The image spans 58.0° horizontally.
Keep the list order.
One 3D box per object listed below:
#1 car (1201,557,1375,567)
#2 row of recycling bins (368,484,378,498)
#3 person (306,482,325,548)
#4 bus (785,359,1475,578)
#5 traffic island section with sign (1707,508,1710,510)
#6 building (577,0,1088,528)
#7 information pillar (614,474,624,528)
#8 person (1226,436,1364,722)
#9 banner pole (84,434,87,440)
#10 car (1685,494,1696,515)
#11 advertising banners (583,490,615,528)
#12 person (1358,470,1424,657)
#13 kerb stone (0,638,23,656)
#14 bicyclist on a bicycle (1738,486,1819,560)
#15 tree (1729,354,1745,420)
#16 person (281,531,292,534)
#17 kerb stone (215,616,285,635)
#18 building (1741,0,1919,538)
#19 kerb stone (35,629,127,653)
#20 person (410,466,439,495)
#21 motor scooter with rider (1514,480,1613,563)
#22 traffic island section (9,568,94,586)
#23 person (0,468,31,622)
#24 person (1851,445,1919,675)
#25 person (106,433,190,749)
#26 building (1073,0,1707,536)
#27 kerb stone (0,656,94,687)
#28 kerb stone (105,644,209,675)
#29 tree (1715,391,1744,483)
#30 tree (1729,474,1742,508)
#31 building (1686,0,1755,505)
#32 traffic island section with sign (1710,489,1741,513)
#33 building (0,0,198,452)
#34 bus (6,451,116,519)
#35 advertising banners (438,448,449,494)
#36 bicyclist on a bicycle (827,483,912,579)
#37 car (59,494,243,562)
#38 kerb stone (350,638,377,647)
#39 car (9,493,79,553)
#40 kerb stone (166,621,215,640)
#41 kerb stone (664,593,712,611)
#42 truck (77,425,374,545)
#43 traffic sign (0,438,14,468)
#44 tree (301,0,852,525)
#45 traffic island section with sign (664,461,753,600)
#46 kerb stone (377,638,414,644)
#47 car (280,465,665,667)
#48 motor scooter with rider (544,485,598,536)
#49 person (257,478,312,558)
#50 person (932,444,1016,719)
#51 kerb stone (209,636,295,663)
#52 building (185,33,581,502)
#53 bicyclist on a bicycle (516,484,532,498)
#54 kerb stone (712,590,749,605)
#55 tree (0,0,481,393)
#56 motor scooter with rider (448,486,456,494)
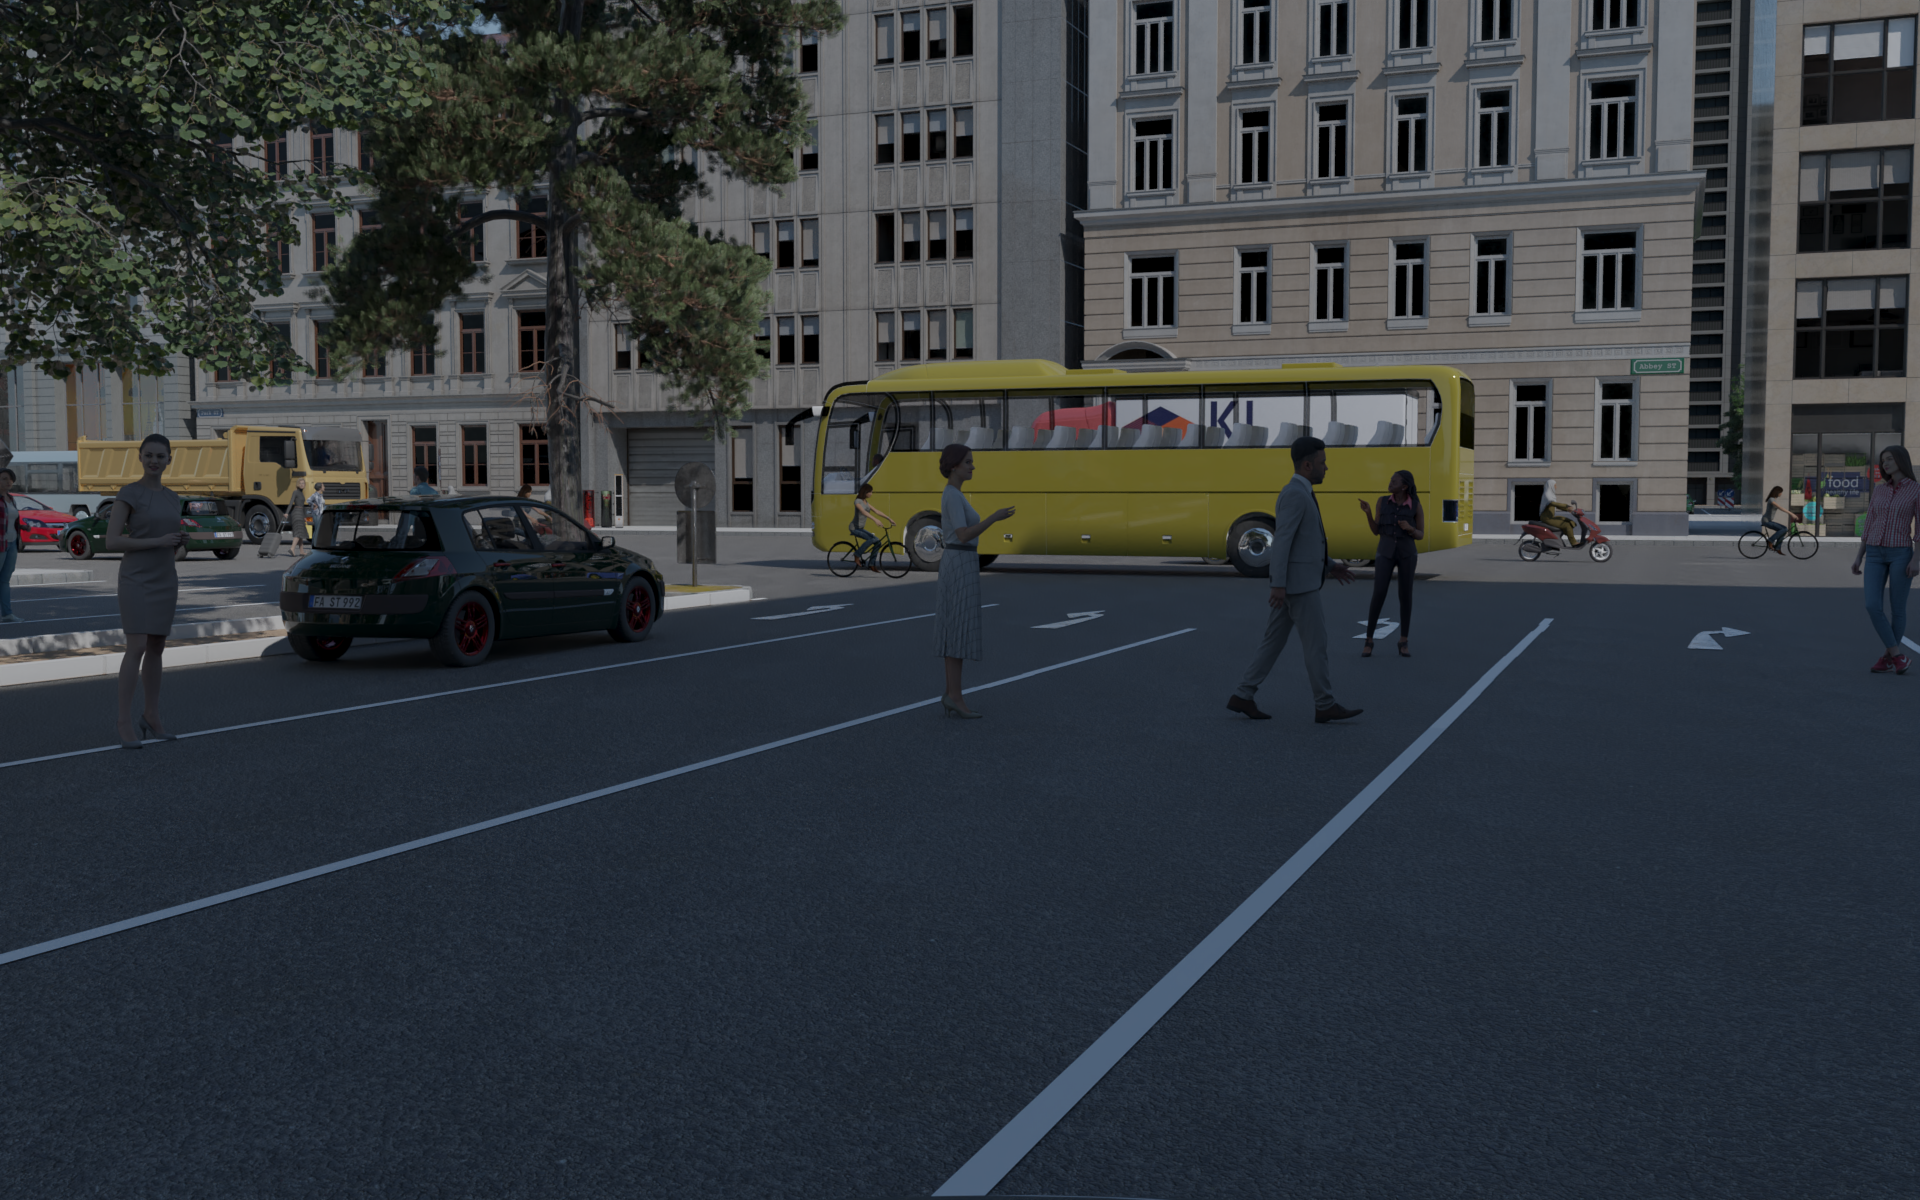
[{"bbox_3d":[6.818,-1.392,35.128,4.827,1.381,2.083,1,4,22],"label":"car"},{"bbox_3d":[-25.180,-3.823,69.615,3.534,1.692,1.069,0,4,-3],"label":"row of recycling bins"},{"bbox_3d":[-16.547,-2.164,44.608,0.376,1.734,0.841,0,4,1],"label":"person"},{"bbox_3d":[2.902,-2.447,31.554,12.252,3.916,2.896,1,4,22],"label":"bus"},{"bbox_3d":[68.066,-8.963,155.170,1.989,1.847,2.006,1,4,22],"label":"traffic island section with sign"},{"bbox_3d":[-3.403,-15.360,69.154,19.932,24.808,12.078,1,4,22],"label":"building"},{"bbox_3d":[-12.784,-3.698,64.953,0.304,2.012,0.304,0,4,-8],"label":"information pillar"},{"bbox_3d":[2.114,-0.131,10.917,0.850,1.792,0.678,1,4,9],"label":"person"},{"bbox_3d":[-36.464,-5.062,72.788,0.863,3.779,0.401,0,4,5],"label":"banner pole"},{"bbox_3d":[48.353,-6.401,116.455,2.131,1.459,4.920,1,4,21],"label":"car"},{"bbox_3d":[-14.077,-4.254,65.744,2.074,3.025,0.090,-3,5,-40],"label":"advertising banners"},{"bbox_3d":[3.793,-0.321,15.217,0.593,1.643,0.415,-2,4,-25],"label":"person"},{"bbox_3d":[-8.544,0.442,15.056,0.120,0.150,1.000,1,4,22],"label":"kerb stone"},{"bbox_3d":[17.947,-1.709,37.962,1.625,1.676,1.499,2,4,24],"label":"bicyclist on a bicycle"},{"bbox_3d":[51.073,-11.045,106.348,9.928,11.665,9.643,0,3,0],"label":"tree"},{"bbox_3d":[-24.521,-3.247,62.587,0.522,1.701,0.512,2,4,34],"label":"person"},{"bbox_3d":[-7.364,0.272,17.904,0.120,0.150,1.000,1,4,22],"label":"kerb stone"},{"bbox_3d":[43.441,-15.230,53.534,34.151,26.468,19.350,1,4,22],"label":"building"},{"bbox_3d":[-8.151,0.379,16.007,0.120,0.150,1.000,1,4,22],"label":"kerb stone"},{"bbox_3d":[-7.427,-0.954,24.117,0.620,1.820,0.660,1,4,19],"label":"person"},{"bbox_3d":[12.704,-1.683,36.482,1.986,1.779,0.876,1,4,21],"label":"motor scooter with rider"},{"bbox_3d":[-15.575,-0.350,28.010,2.009,0.180,2.903,1,4,22],"label":"traffic island section"},{"bbox_3d":[-10.704,-0.607,19.260,0.643,1.720,0.563,0,4,4],"label":"person"},{"bbox_3d":[7.448,-0.330,13.900,0.388,1.821,0.555,-3,5,-44],"label":"person"},{"bbox_3d":[-4.666,-0.071,9.999,0.374,1.781,0.599,1,4,21],"label":"person"},{"bbox_3d":[15.546,-16.840,61.241,20.117,28.700,13.634,1,4,22],"label":"building"},{"bbox_3d":[-7.025,0.547,13.256,0.120,0.150,1.000,1,4,22],"label":"kerb stone"},{"bbox_3d":[-6.621,0.489,14.200,0.120,0.150,1.000,1,4,22],"label":"kerb stone"},{"bbox_3d":[67.194,-13.684,145.789,6.751,12.117,7.091,0,3,0],"label":"tree"},{"bbox_3d":[73.917,-10.931,162.442,4.285,4.588,4.351,0,3,0],"label":"tree"},{"bbox_3d":[94.893,-46.845,204.164,20.611,71.187,20.563,1,4,22],"label":"building"},{"bbox_3d":[57.740,-7.440,130.263,1.989,1.847,2.006,1,4,22],"label":"traffic island section with sign"},{"bbox_3d":[-46.011,-18.891,86.362,29.804,29.767,11.434,1,4,22],"label":"building"},{"bbox_3d":[-33.611,-4.206,63.626,13.247,3.499,2.948,1,4,22],"label":"bus"},{"bbox_3d":[-19.688,-4.272,66.043,0.090,3.025,2.074,-2,4,-26],"label":"advertising banners"},{"bbox_3d":[-1.544,-1.191,29.489,1.625,1.676,1.499,1,4,22],"label":"bicyclist on a bicycle"},{"bbox_3d":[-17.655,-1.713,37.799,4.222,1.686,2.009,1,4,21],"label":"car"},{"bbox_3d":[-5.838,0.372,16.108,0.120,0.150,1.000,1,4,22],"label":"kerb stone"},{"bbox_3d":[-23.968,-2.098,43.341,4.494,1.783,2.155,1,4,22],"label":"car"},{"bbox_3d":[-7.752,0.328,16.953,0.120,0.150,1.000,1,4,22],"label":"kerb stone"},{"bbox_3d":[-3.468,0.025,21.825,0.120,0.150,1.000,1,4,22],"label":"kerb stone"},{"bbox_3d":[-21.172,-3.339,50.512,9.791,3.379,3.469,1,4,23],"label":"truck"},{"bbox_3d":[-15.550,-1.486,27.938,0.795,2.450,0.064,1,4,22],"label":"traffic sign"},{"bbox_3d":[-4.770,-5.874,20.546,6.751,12.117,7.091,0,3,0],"label":"tree"},{"bbox_3d":[-3.900,-0.936,23.445,2.006,1.907,1.989,1,4,22],"label":"traffic island section with sign"},{"bbox_3d":[-5.440,0.320,17.055,0.120,0.150,1.000,1,4,22],"label":"kerb stone"},{"bbox_3d":[-4.323,-0.373,15.886,2.009,1.686,4.222,1,4,21],"label":"car"},{"bbox_3d":[-9.152,-1.890,39.862,1.986,1.779,0.876,1,4,22],"label":"motor scooter with rider"},{"bbox_3d":[-15.270,-1.867,39.236,0.699,1.804,1.509,2,4,30],"label":"person"},{"bbox_3d":[0.078,-0.126,11.129,0.524,1.755,0.480,0,4,-4],"label":"person"},{"bbox_3d":[-6.232,0.430,15.159,0.120,0.150,1.000,1,4,22],"label":"kerb stone"},{"bbox_3d":[-22.573,-14.706,76.606,21.152,22.565,11.583,1,4,22],"label":"building"},{"bbox_3d":[-7.728,-1.287,31.067,1.625,1.676,1.499,1,4,21],"label":"bicyclist on a bicycle"},{"bbox_3d":[-3.069,-0.035,22.771,0.120,0.150,1.000,1,4,22],"label":"kerb stone"},{"bbox_3d":[-7.987,-6.322,12.478,9.857,13.997,8.962,0,3,0],"label":"tree"},{"bbox_3d":[-18.776,-3.325,63.331,1.986,1.779,0.876,1,4,22],"label":"motor scooter with rider"}]
